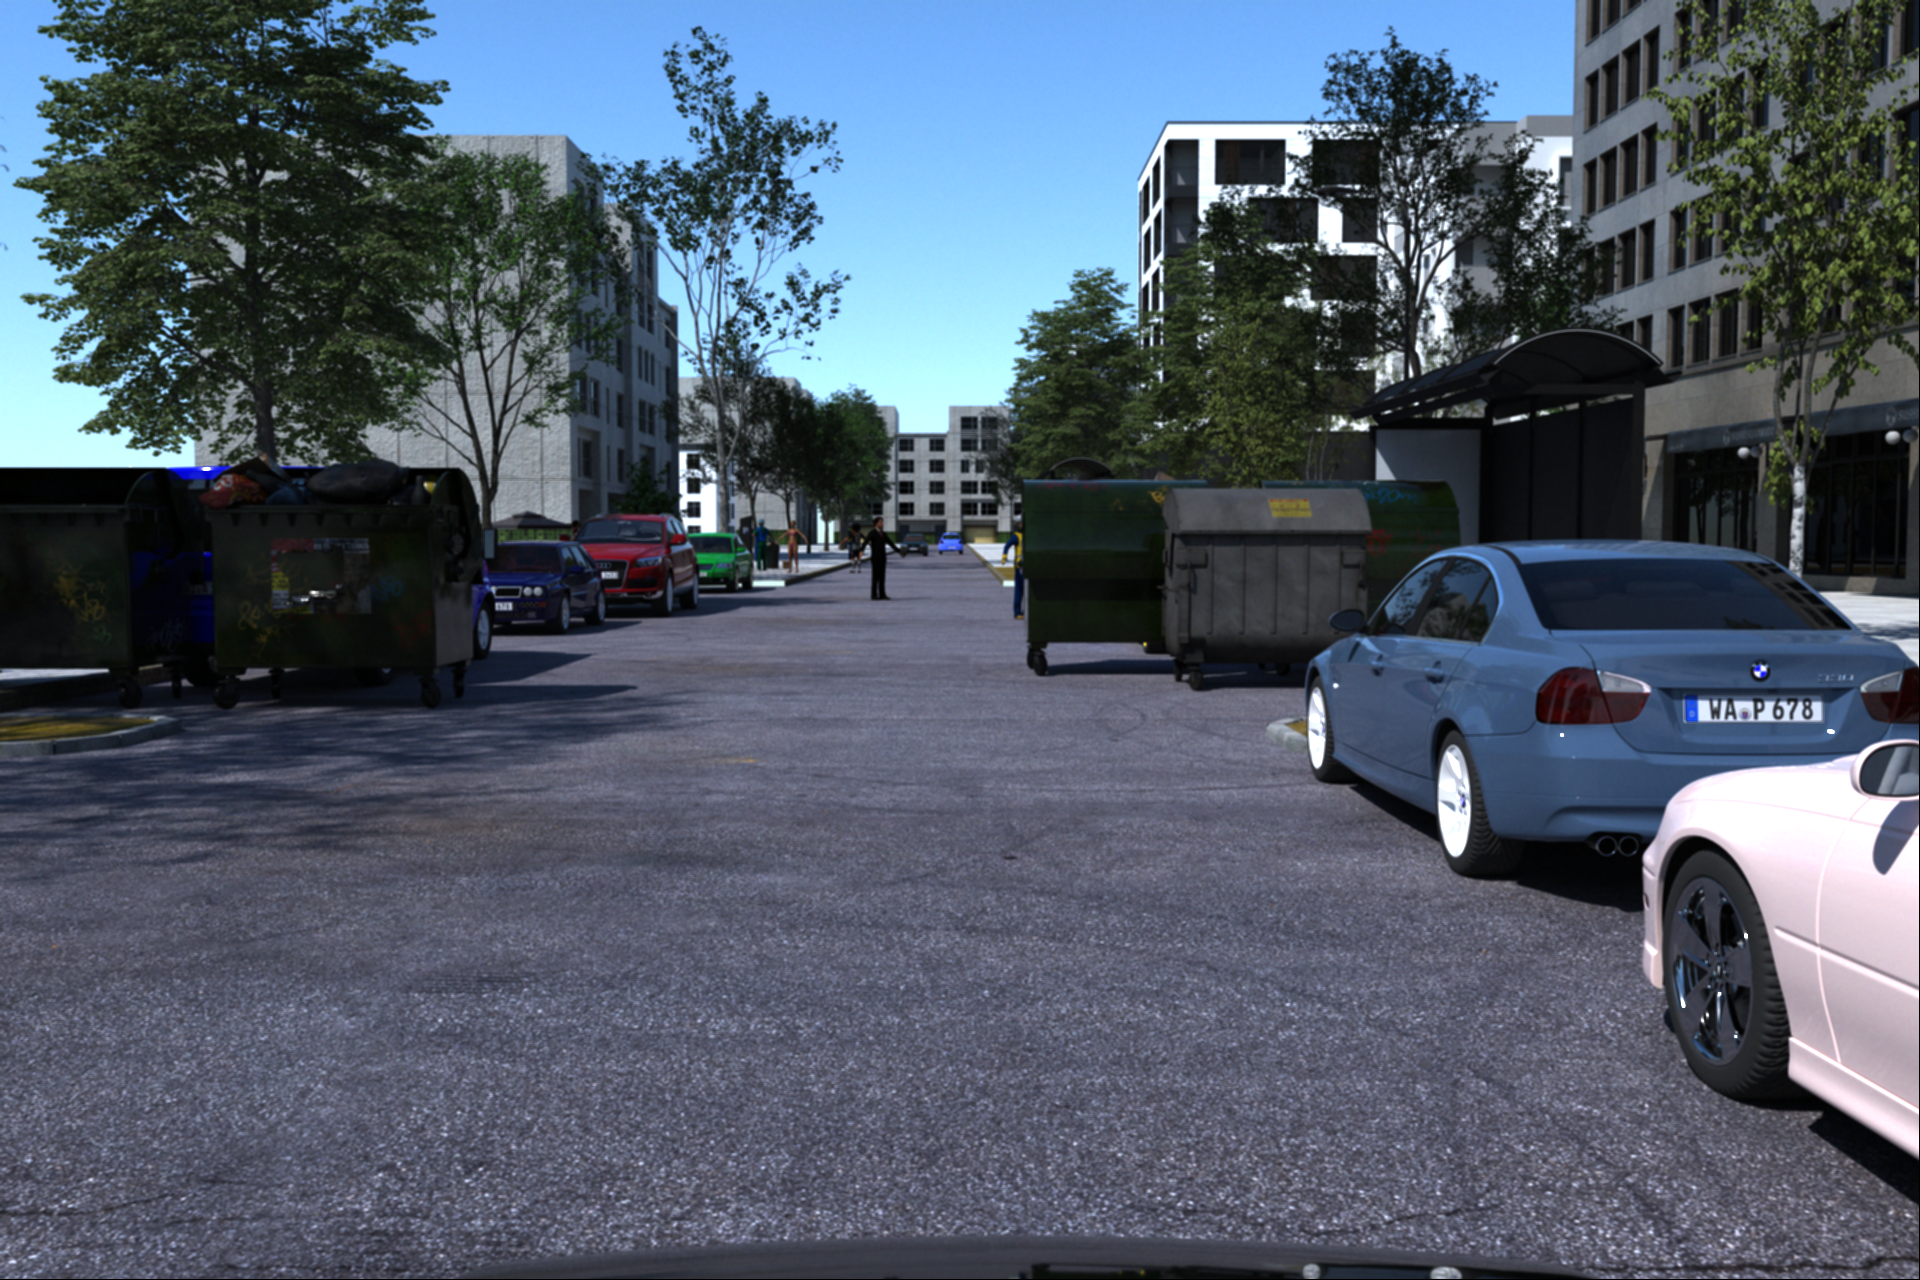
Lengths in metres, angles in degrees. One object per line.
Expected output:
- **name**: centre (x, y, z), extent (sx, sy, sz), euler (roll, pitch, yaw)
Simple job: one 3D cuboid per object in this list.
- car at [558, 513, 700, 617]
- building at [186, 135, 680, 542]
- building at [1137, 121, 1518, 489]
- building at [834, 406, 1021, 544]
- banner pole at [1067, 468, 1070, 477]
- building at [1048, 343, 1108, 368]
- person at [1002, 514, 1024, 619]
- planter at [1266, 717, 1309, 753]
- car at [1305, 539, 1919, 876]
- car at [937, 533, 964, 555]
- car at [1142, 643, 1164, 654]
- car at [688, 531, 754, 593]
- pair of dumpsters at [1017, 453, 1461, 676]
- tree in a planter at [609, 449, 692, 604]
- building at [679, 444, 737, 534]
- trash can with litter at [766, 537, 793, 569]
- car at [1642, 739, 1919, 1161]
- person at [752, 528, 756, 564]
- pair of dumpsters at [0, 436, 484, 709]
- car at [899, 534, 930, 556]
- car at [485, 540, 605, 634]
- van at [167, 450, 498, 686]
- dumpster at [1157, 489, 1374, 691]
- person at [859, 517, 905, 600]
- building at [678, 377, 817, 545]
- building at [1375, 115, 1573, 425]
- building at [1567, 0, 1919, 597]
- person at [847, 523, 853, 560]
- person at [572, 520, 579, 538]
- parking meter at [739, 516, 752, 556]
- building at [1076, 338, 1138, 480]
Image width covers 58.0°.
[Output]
- **car**: centre (-6.040, -1.406, 31.658), extent (2.281, 1.827, 5.304), euler (0, 4, -1)
- **building**: centre (-25.899, -13.843, 92.791), extent (16.747, 18.905, 31.486), euler (0, 4, 0)
- **building**: centre (24.182, -15.808, 102.429), extent (27.936, 21.610, 32.646), euler (0, 3, 0)
- **building**: centre (-1.557, -23.001, 244.982), extent (31.486, 18.905, 16.747), euler (0, 4, 0)
- **banner pole**: centre (3.755, -4.270, 59.830), extent (0.401, 3.779, 0.863), euler (0, 4, -2)
- **building**: centre (23.832, -21.865, 201.459), extent (27.936, 21.610, 32.646), euler (0, 4, 0)
- **person**: centre (1.125, -1.240, 29.202), extent (1.216, 1.772, 0.721), euler (-3, 5, -44)
- **planter**: centre (3.167, 0.565, 11.902), extent (1.991, 0.319, 1.994), euler (0, 4, 0)
- **car**: centre (2.932, 0.212, 8.545), extent (2.014, 1.417, 4.499), euler (0, 4, 0)
- **car**: centre (-0.651, -6.922, 122.759), extent (1.945, 1.707, 3.694), euler (0, 4, -1)
- **car**: centre (3.007, -0.763, 22.058), extent (1.945, 1.707, 3.694), euler (0, 4, -1)
- **car**: centre (-6.285, -2.125, 43.536), extent (1.959, 1.807, 4.718), euler (0, 4, 0)
- **pair of dumpsters**: centre (2.811, -0.796, 17.967), extent (4.436, 2.255, 1.574), euler (0, 3, 0)
- **tree in a planter**: centre (-6.624, -2.397, 36.418), extent (1.991, 3.239, 1.994), euler (0, 4, 1)
- **building**: centre (-26.982, -14.219, 174.626), extent (9.099, 9.664, 28.070), euler (0, 4, 0)
- **trash can with litter**: centre (-6.700, -3.226, 64.135), extent (1.055, 1.170, 0.624), euler (0, 4, 0)
- **car**: centre (2.858, 0.573, 2.994), extent (2.083, 1.381, 4.827), euler (0, 4, -1)
- **person**: centre (-8.419, -3.833, 68.937), extent (0.705, 1.796, 1.348), euler (3, 5, 42)
- **pair of dumpsters**: centre (-6.395, -0.589, 14.580), extent (4.436, 2.255, 1.574), euler (0, 4, 0)
- **car**: centre (-2.975, -6.305, 112.876), extent (2.009, 1.686, 4.222), euler (0, 4, 0)
- **car**: centre (-6.497, -0.821, 26.003), extent (1.945, 1.354, 3.894), euler (0, 3, 0)
- **van**: centre (-6.353, -0.834, 18.027), extent (2.240, 2.365, 5.245), euler (0, 3, 0)
- **dumpster**: centre (2.843, -0.495, 16.310), extent (1.865, 1.857, 1.264), euler (0, 4, -1)
- **person**: centre (-1.746, -1.774, 37.642), extent (0.705, 1.806, 1.347), euler (3, 5, 42)
- **building**: centre (-27.041, -21.077, 211.067), extent (16.747, 18.905, 31.486), euler (0, 4, 0)
- **building**: centre (25.274, -13.847, 82.822), extent (16.016, 20.090, 11.380), euler (0, 4, -1)
- **building**: centre (29.060, -14.331, 36.479), extent (24.374, 26.755, 37.873), euler (0, 4, 0)
- **person**: centre (-5.427, -4.939, 86.717), extent (0.705, 1.833, 1.349), euler (0, 4, 6)
- **person**: centre (-14.977, -3.767, 67.737), extent (0.704, 1.843, 1.345), euler (-1, 4, -18)
- **parking meter**: centre (-6.779, -3.002, 54.795), extent (0.399, 1.863, 0.255), euler (0, 4, 0)
- **building**: centre (21.353, -20.853, 171.873), extent (19.493, 23.208, 18.063), euler (0, 4, -1)
